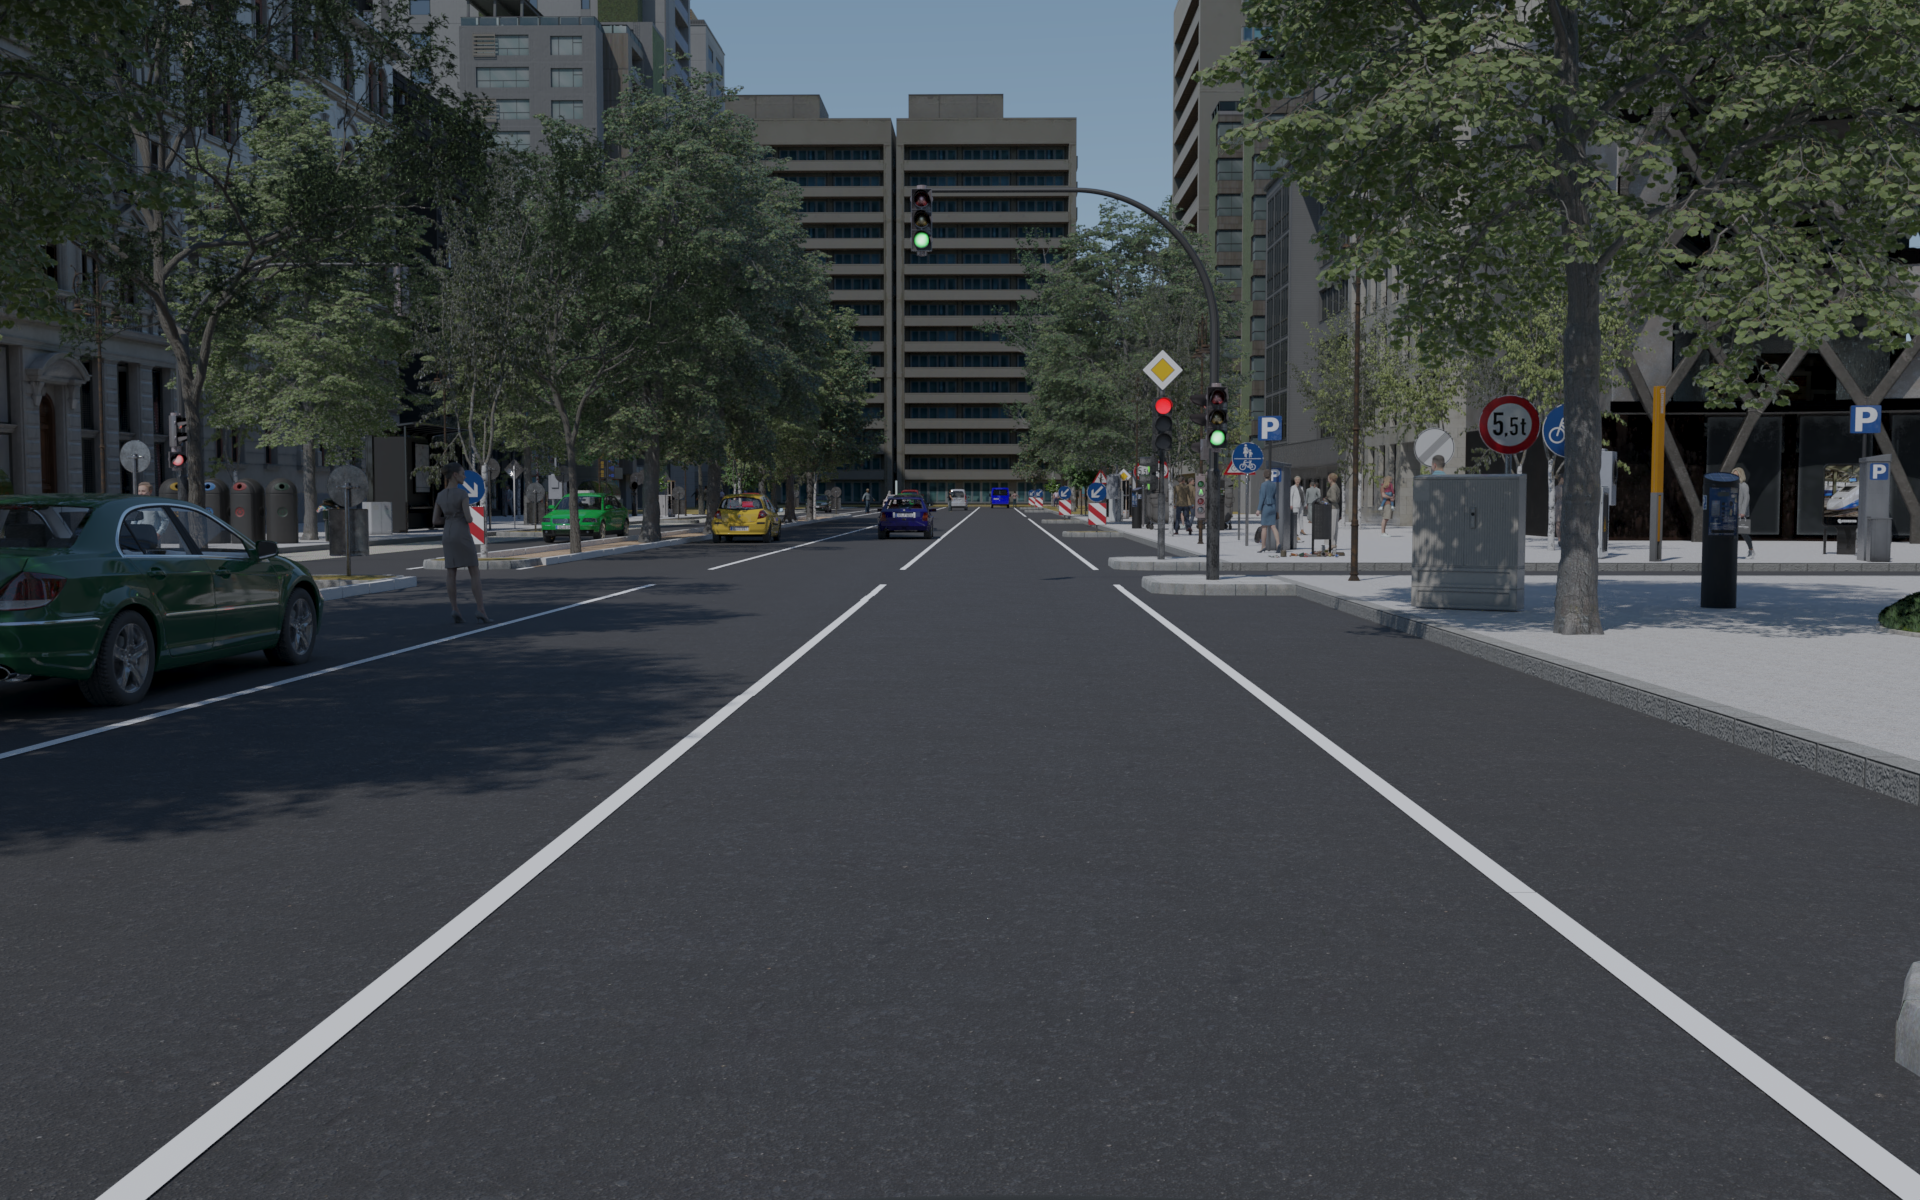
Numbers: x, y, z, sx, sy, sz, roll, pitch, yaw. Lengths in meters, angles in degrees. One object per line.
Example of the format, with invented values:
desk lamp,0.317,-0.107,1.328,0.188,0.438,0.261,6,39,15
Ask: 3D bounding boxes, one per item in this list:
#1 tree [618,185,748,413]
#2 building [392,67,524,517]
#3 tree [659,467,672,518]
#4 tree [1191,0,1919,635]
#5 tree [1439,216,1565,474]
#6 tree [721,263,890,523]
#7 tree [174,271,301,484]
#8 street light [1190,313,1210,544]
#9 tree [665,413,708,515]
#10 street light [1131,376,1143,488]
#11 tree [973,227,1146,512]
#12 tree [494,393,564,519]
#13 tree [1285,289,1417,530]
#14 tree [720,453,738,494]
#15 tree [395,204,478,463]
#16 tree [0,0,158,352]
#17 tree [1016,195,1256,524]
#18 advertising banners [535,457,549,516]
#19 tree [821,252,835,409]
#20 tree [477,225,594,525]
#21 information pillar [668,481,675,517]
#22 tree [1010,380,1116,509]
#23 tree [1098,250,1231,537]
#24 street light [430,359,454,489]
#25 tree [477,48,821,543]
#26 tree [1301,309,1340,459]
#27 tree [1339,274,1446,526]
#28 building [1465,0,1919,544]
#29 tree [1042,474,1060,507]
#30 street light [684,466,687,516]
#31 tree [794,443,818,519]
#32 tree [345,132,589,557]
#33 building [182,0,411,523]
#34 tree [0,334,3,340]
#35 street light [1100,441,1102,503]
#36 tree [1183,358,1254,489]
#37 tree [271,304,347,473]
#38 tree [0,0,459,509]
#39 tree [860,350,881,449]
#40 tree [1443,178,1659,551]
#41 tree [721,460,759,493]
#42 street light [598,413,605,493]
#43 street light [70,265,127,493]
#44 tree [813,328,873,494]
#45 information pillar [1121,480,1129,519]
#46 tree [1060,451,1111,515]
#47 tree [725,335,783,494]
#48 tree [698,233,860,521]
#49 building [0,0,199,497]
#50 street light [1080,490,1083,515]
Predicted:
tree,-9.129,-6.389,41.326,8.767,10.594,7.601,0,4,1
building,-32.941,-16.378,97.453,12.332,23.373,15.834,0,4,1
tree,-16.852,-6.116,94.606,1.663,3.219,1.824,0,3,0
tree,5.370,-5.979,15.880,7.486,12.596,7.792,0,3,0
tree,14.664,-5.818,45.488,4.360,8.622,3.978,0,3,0
tree,-8.321,-10.095,84.523,9.611,12.733,9.660,0,3,0
tree,-23.618,-6.496,56.567,4.737,8.622,4.395,0,3,0
street light,6.181,-4.375,44.317,0.468,5.910,1.993,0,4,1
tree,-16.058,-11.042,106.296,9.928,11.665,9.643,0,3,0
street light,6.713,-5.684,65.724,0.468,5.910,1.993,0,4,1
tree,6.740,-16.441,124.705,12.611,20.169,13.585,0,3,0
tree,-22.636,-8.483,89.063,4.737,8.622,4.395,0,3,0
tree,14.123,-6.830,62.026,4.360,8.622,3.978,0,3,0
tree,-16.291,-10.636,124.256,4.360,8.622,3.978,0,3,0
tree,-18.227,-7.959,48.250,7.486,12.596,7.792,0,3,0
tree,-9.641,-5.682,13.477,7.486,12.596,7.792,0,3,0
tree,7.623,-10.173,72.987,9.857,13.997,8.962,0,3,0
advertising banners,-19.807,-5.250,82.027,0.090,3.025,2.074,0,4,3
tree,-8.782,-9.301,61.183,9.857,13.997,8.962,0,3,0
tree,-18.072,-9.322,70.549,7.486,12.596,7.792,0,3,0
information pillar,-16.019,-5.608,96.180,0.304,2.012,0.304,3,4,38
tree,9.205,-14.455,153.353,9.611,12.733,9.660,0,3,0
tree,6.268,-6.202,51.763,4.360,8.622,3.978,0,3,0
street light,-16.930,-5.149,56.982,0.468,5.910,1.993,0,4,1
tree,-9.145,-8.664,50.767,9.857,13.997,8.962,0,3,0
tree,15.218,-7.200,68.081,4.737,8.622,4.395,0,3,0
tree,14.920,-6.389,54.818,4.737,8.622,4.395,0,3,0
building,25.935,-11.283,51.922,16.811,18.784,16.820,0,4,1
tree,9.183,-10.726,169.968,1.663,3.219,1.824,0,3,0
street light,-16.033,-7.847,101.084,0.468,5.910,1.993,0,4,1
tree,-8.330,-8.959,99.294,4.360,8.622,3.978,0,3,0
tree,-9.717,-5.046,35.328,4.360,8.622,3.978,0,3,0
building,-35.025,-17.726,77.207,14.401,28.519,23.554,0,4,1
tree,-25.487,-5.627,42.369,4.737,8.622,4.395,0,3,0
street light,7.100,-6.994,87.133,0.468,5.910,1.993,0,4,1
tree,13.165,-8.450,88.520,4.737,8.622,4.395,0,3,0
tree,-22.378,-6.808,61.665,4.360,8.622,3.978,0,3,0
tree,-9.567,-5.203,21.940,8.767,10.594,7.601,0,4,1
tree,-8.166,-10.555,93.158,7.486,12.596,7.792,0,3,0
tree,13.388,-5.413,38.857,4.737,8.622,4.395,0,3,0
tree,-16.470,-9.076,132.104,4.285,4.588,4.351,0,3,0
street light,-16.453,-6.496,79.000,0.468,5.910,1.993,0,4,1
street light,-17.390,-3.810,35.075,0.468,5.910,1.993,0,4,1
tree,-15.177,-19.499,174.694,12.611,20.169,13.585,0,3,0
information pillar,8.504,-5.173,89.072,0.304,2.012,0.304,3,4,37
tree,7.548,-7.422,105.062,4.285,4.588,4.351,0,3,0
tree,-8.722,-7.089,68.729,4.737,8.622,4.395,0,3,0
tree,-8.621,-9.434,74.822,7.486,12.596,7.792,0,3,0
building,-33.513,-13.808,54.646,11.050,23.489,19.941,0,4,1
street light,7.623,-8.303,108.540,0.468,5.910,1.993,0,4,1
